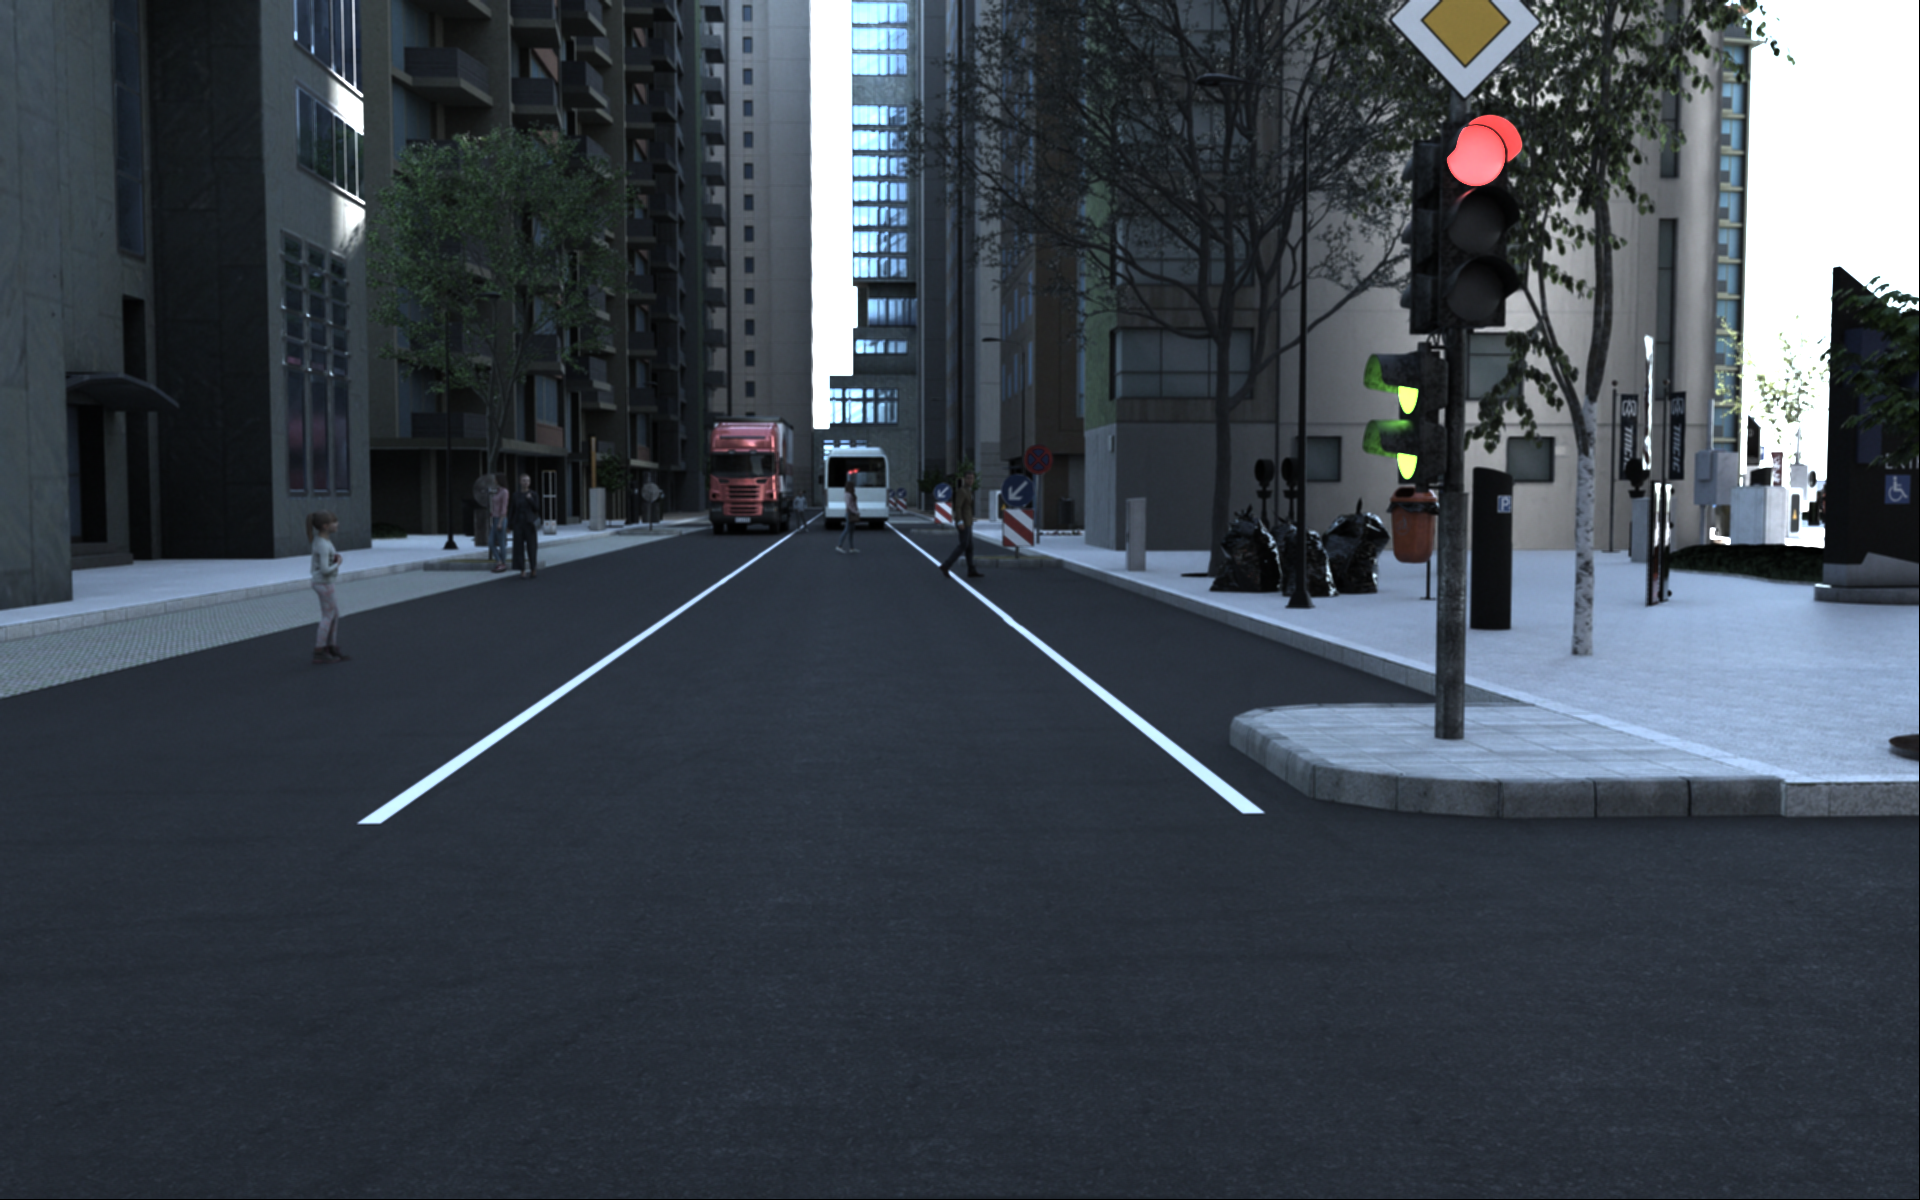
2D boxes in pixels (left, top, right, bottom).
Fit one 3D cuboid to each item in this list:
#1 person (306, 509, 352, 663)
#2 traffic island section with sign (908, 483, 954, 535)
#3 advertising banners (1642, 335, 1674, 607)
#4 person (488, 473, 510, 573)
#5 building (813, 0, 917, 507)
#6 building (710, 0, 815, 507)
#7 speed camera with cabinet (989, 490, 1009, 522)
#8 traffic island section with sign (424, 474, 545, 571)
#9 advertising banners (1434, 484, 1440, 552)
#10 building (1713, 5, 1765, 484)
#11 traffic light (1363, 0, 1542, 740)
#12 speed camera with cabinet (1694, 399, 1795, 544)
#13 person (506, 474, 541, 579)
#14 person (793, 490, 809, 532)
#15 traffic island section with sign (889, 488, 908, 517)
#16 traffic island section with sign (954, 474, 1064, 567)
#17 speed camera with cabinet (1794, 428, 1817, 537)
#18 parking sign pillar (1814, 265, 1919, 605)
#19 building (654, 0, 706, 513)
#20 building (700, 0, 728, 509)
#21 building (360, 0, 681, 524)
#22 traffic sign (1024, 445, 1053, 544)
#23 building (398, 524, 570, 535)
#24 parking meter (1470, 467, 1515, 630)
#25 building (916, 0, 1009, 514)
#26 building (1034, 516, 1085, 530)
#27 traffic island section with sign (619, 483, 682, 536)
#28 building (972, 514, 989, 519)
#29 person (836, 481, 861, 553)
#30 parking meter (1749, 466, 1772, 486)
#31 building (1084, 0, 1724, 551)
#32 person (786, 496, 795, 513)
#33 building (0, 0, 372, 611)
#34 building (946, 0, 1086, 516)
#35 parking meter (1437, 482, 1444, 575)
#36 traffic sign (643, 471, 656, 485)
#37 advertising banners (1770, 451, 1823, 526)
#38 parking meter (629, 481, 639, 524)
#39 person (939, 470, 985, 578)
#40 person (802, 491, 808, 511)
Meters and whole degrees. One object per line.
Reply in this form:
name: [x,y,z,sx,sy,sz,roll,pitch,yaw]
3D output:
person: [-5.389,-0.123,14.792,0.394,1.301,0.425,-3,5,-39]
traffic island section with sign: [-0.749,-3.247,61.720,1.989,1.847,2.006,0,4,-4]
advertising banners: [8.047,-1.456,20.000,0.090,3.025,2.074,2,4,31]
person: [-8.389,-1.405,31.488,0.388,1.821,0.555,-3,4,-39]
building: [0.430,-52.965,178.657,31.000,86.520,22.319,0,4,-4]
building: [-29.064,-38.827,176.823,28.212,58.520,21.231,0,4,-4]
speed camera with cabinet: [2.350,-5.247,80.124,2.038,3.252,0.660,-2,4,-32]
traffic island section with sign: [-9.007,-1.493,33.039,1.989,1.847,2.006,0,4,-4]
advertising banners: [10.474,-2.530,37.548,0.090,3.025,2.074,0,4,-2]
building: [53.732,-30.394,151.560,28.867,44.769,22.147,0,4,-4]
traffic light: [2.556,-1.228,9.000,0.839,4.253,0.868,0,4,-4]
speed camera with cabinet: [16.026,-2.522,35.569,0.660,3.252,2.038,-1,4,-18]
person: [-7.423,-1.258,29.494,0.576,1.772,0.534,-1,4,-18]
person: [-6.060,-3.395,65.819,0.589,1.601,0.330,-1,4,-13]
traffic island section with sign: [-3.870,-6.244,110.711,1.989,1.847,2.006,0,4,-4]
traffic island section with sign: [0.981,-1.599,34.766,1.989,1.847,2.006,0,4,-4]
speed camera with cabinet: [24.899,-3.509,51.701,2.038,3.252,0.660,-3,5,-43]
parking sign pillar: [11.003,-1.963,20.568,1.447,3.967,1.447,-1,4,-12]
building: [-25.271,-26.612,118.707,14.154,41.232,14.086,0,4,-4]
building: [-35.180,-32.105,144.528,30.456,49.044,23.786,0,4,-4]
building: [-27.669,-27.055,96.968,22.147,44.769,28.867,0,4,-4]
traffic sign: [2.017,-2.728,44.705,0.768,2.556,0.104,0,4,-2]
building: [-25.652,-25.143,65.710,22.147,44.769,28.867,0,4,-4]
parking meter: [5.059,-0.493,16.476,0.372,1.533,0.369,0,3,0]
building: [6.845,-36.869,144.813,21.231,58.520,28.212,0,4,-4]
building: [9.066,-25.500,67.042,14.600,45.320,14.200,0,4,-4]
traffic island section with sign: [-10.749,-3.160,60.299,1.989,1.847,2.006,0,4,-4]
building: [10.633,-34.272,102.354,21.231,58.520,28.212,0,4,-4]
person: [-2.743,-2.031,42.303,0.643,1.750,0.593,-1,4,-12]
parking meter: [17.048,-1.909,36.917,0.255,1.863,0.399,-2,4,-27]
building: [10.078,-22.109,45.085,14.154,41.232,14.086,0,4,-4]
person: [-12.870,-7.535,132.405,0.721,1.736,1.217,3,5,39]
building: [-22.132,-43.413,22.478,22.319,86.520,31.000,0,4,-4]
building: [6.292,-28.965,123.691,14.600,45.320,14.200,0,4,-4]
parking meter: [7.756,-1.162,27.416,0.372,1.533,0.369,0,3,0]
traffic sign: [-13.935,-4.627,77.774,0.606,2.300,0.079,0,4,1]
advertising banners: [33.913,-4.530,70.261,2.074,3.025,0.090,1,4,10]
parking meter: [-14.125,-4.242,75.061,0.255,1.863,0.399,2,4,32]
person: [0.054,-1.306,29.771,0.836,1.842,0.656,-1,4,-17]
person: [-13.554,-8.603,149.952,1.217,1.735,0.721,3,4,39]
